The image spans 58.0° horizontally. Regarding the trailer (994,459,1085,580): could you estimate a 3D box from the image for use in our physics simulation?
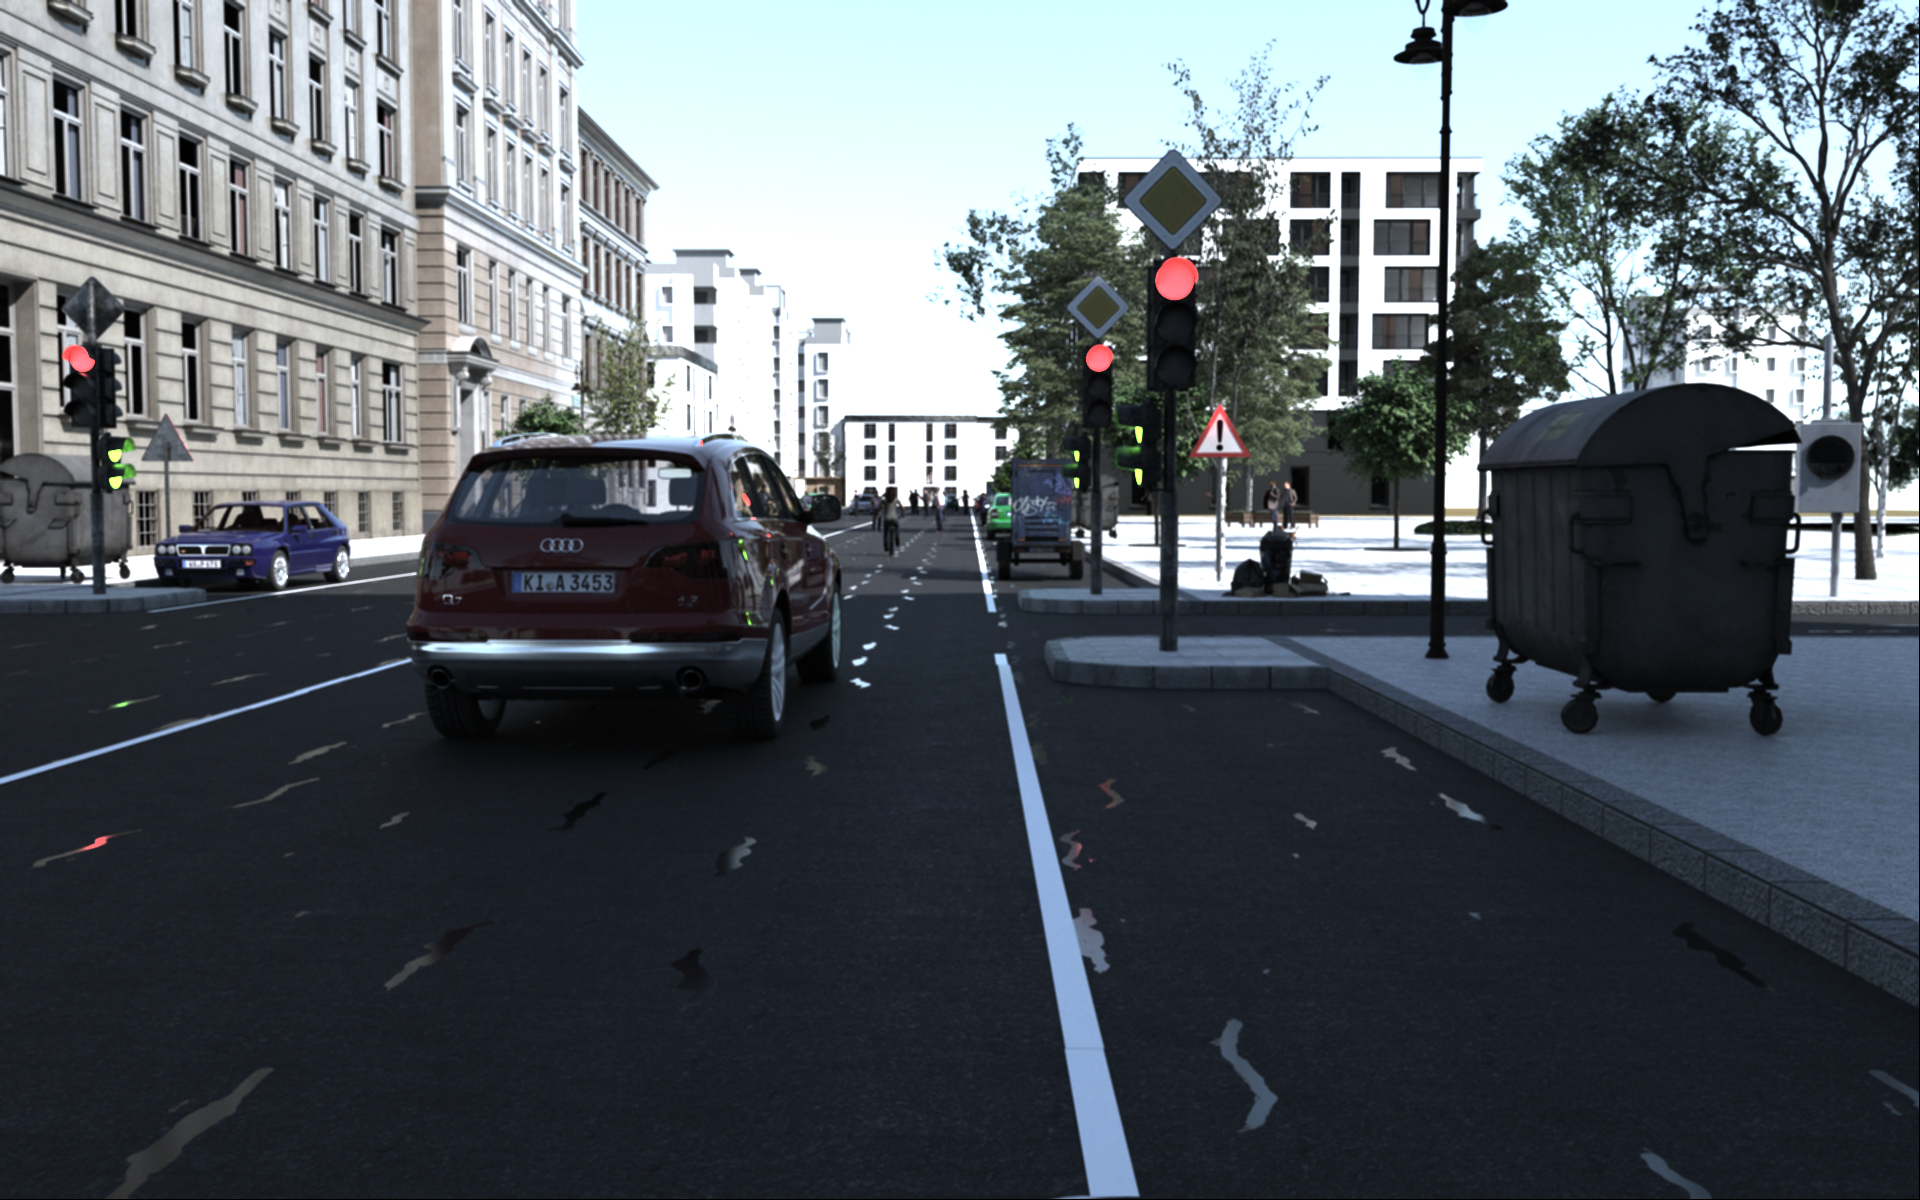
[{"bbox_3d":[1.370,-1.406,30.041,1.471,1.999,3.904,0,4,1],"label":"trailer"}]

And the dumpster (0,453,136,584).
[{"bbox_3d":[-13.119,-1.201,25.397,1.264,1.857,1.865,0,4,0],"label":"dumpster"}]

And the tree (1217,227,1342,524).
[{"bbox_3d":[12.294,-9.525,73.853,7.486,12.596,7.792,0,3,0],"label":"tree"}]

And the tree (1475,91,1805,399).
[{"bbox_3d":[16.893,-7.215,43.718,9.928,11.665,9.643,0,3,0],"label":"tree"}]

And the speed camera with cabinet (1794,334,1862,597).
[{"bbox_3d":[10.070,-1.670,21.633,2.038,3.252,0.660,1,4,20],"label":"speed camera with cabinet"}]

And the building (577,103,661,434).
[{"bbox_3d":[-22.231,-15.217,84.947,11.583,22.565,21.152,0,4,0],"label":"building"}]

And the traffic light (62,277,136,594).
[{"bbox_3d":[-11.034,-2.011,22.125,0.839,4.213,0.868,0,4,0],"label":"traffic light"}]

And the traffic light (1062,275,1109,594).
[{"bbox_3d":[1.728,-2.009,22.085,0.839,4.213,0.868,0,4,0],"label":"traffic light"}]

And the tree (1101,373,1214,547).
[{"bbox_3d":[4.922,-3.608,42.701,4.285,4.588,4.351,0,3,0],"label":"tree"}]

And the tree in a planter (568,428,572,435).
[{"bbox_3d":[-10.640,-3.055,47.176,1.991,3.239,1.994,0,4,0],"label":"tree in a planter"}]

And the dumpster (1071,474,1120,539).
[{"bbox_3d":[4.000,-2.732,50.421,1.264,1.857,1.865,0,4,0],"label":"dumpster"}]

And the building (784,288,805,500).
[{"bbox_3d":[-21.315,-18.743,162.866,11.380,20.091,16.016,0,4,0],"label":"building"}]

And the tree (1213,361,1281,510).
[{"bbox_3d":[14.879,-8.492,89.201,4.737,8.622,4.395,0,3,0],"label":"tree"}]

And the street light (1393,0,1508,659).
[{"bbox_3d":[3.739,-2.484,13.401,0.468,5.910,1.993,0,4,0],"label":"street light"}]

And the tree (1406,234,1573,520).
[{"bbox_3d":[26.081,-10.889,85.455,7.806,13.903,7.818,0,3,0],"label":"tree"}]

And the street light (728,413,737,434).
[{"bbox_3d":[-12.711,-7.585,96.805,0.468,5.910,1.993,0,4,0],"label":"street light"}]

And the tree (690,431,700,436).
[{"bbox_3d":[-13.796,-6.505,90.068,4.285,4.588,4.351,0,3,0],"label":"tree"}]

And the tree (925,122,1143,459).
[{"bbox_3d":[4.556,-14.381,91.026,12.611,20.169,13.585,0,3,0],"label":"tree"}]

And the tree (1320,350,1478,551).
[{"bbox_3d":[9.939,-3.416,39.560,4.285,4.588,4.351,0,3,0],"label":"tree"}]

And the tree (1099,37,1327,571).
[{"bbox_3d":[4.317,-4.794,28.741,4.360,8.622,3.978,0,3,0],"label":"tree"}]

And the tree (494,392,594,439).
[{"bbox_3d":[-13.185,-4.400,55.646,4.285,4.588,4.351,0,3,0],"label":"tree"}]

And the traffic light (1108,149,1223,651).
[{"bbox_3d":[1.692,-1.520,14.100,0.839,4.213,0.868,0,4,0],"label":"traffic light"}]

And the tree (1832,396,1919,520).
[{"bbox_3d":[52.967,-7.350,83.083,20.602,7.101,11.467,0,4,8],"label":"tree"}]

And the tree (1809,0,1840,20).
[{"bbox_3d":[3.913,-3.355,5.218,4.360,8.622,3.978,0,3,0],"label":"tree"}]

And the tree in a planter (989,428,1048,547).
[{"bbox_3d":[1.874,-3.046,47.017,1.991,3.239,1.994,0,4,0],"label":"tree in a planter"}]

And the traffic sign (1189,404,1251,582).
[{"bbox_3d":[3.777,-1.542,25.216,0.884,2.594,0.081,1,4,9],"label":"traffic sign"}]

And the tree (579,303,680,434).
[{"bbox_3d":[-13.084,-7.173,67.633,4.737,8.622,4.395,0,3,0],"label":"tree"}]

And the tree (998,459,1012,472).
[{"bbox_3d":[4.409,-8.926,129.660,4.285,4.588,4.351,0,3,0],"label":"tree"}]

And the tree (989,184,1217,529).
[{"bbox_3d":[4.679,-8.932,64.157,7.486,12.596,7.792,0,3,0],"label":"tree"}]

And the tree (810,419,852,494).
[{"bbox_3d":[-12.645,-13.298,167.791,4.360,8.622,3.978,0,3,0],"label":"tree"}]

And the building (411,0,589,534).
[{"bbox_3d":[-22.429,-17.019,64.164,13.634,28.700,20.117,0,4,0],"label":"building"}]

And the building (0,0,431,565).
[{"bbox_3d":[-24.128,-12.601,39.307,16.112,22.955,30.059,0,4,0],"label":"building"}]

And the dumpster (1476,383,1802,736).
[{"bbox_3d":[3.829,-0.253,9.902,1.264,1.857,1.865,0,4,0],"label":"dumpster"}]

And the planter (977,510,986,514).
[{"bbox_3d":[2.220,-6.292,124.010,1.991,0.319,1.994,0,4,0],"label":"planter"}]

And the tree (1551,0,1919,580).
[{"bbox_3d":[13.617,-5.603,26.016,8.767,10.594,7.601,0,4,0],"label":"tree"}]

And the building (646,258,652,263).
[{"bbox_3d":[-43.356,-19.117,156.539,32.646,21.610,27.936,0,4,0],"label":"building"}]

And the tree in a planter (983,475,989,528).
[{"bbox_3d":[1.991,-4.693,73.960,1.991,3.239,1.994,0,4,0],"label":"tree in a planter"}]

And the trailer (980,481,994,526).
[{"bbox_3d":[1.657,-4.335,77.918,1.471,1.999,3.904,0,3,0],"label":"trailer"}]

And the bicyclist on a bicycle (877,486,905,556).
[{"bbox_3d":[-1.609,-1.861,40.455,1.499,1.676,1.625,0,4,0],"label":"bicyclist on a bicycle"}]

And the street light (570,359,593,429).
[{"bbox_3d":[-12.985,-5.309,59.592,0.468,5.910,1.993,0,4,0],"label":"street light"}]

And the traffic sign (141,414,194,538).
[{"bbox_3d":[-12.860,-1.719,28.102,0.884,2.594,0.081,0,4,6],"label":"traffic sign"}]
